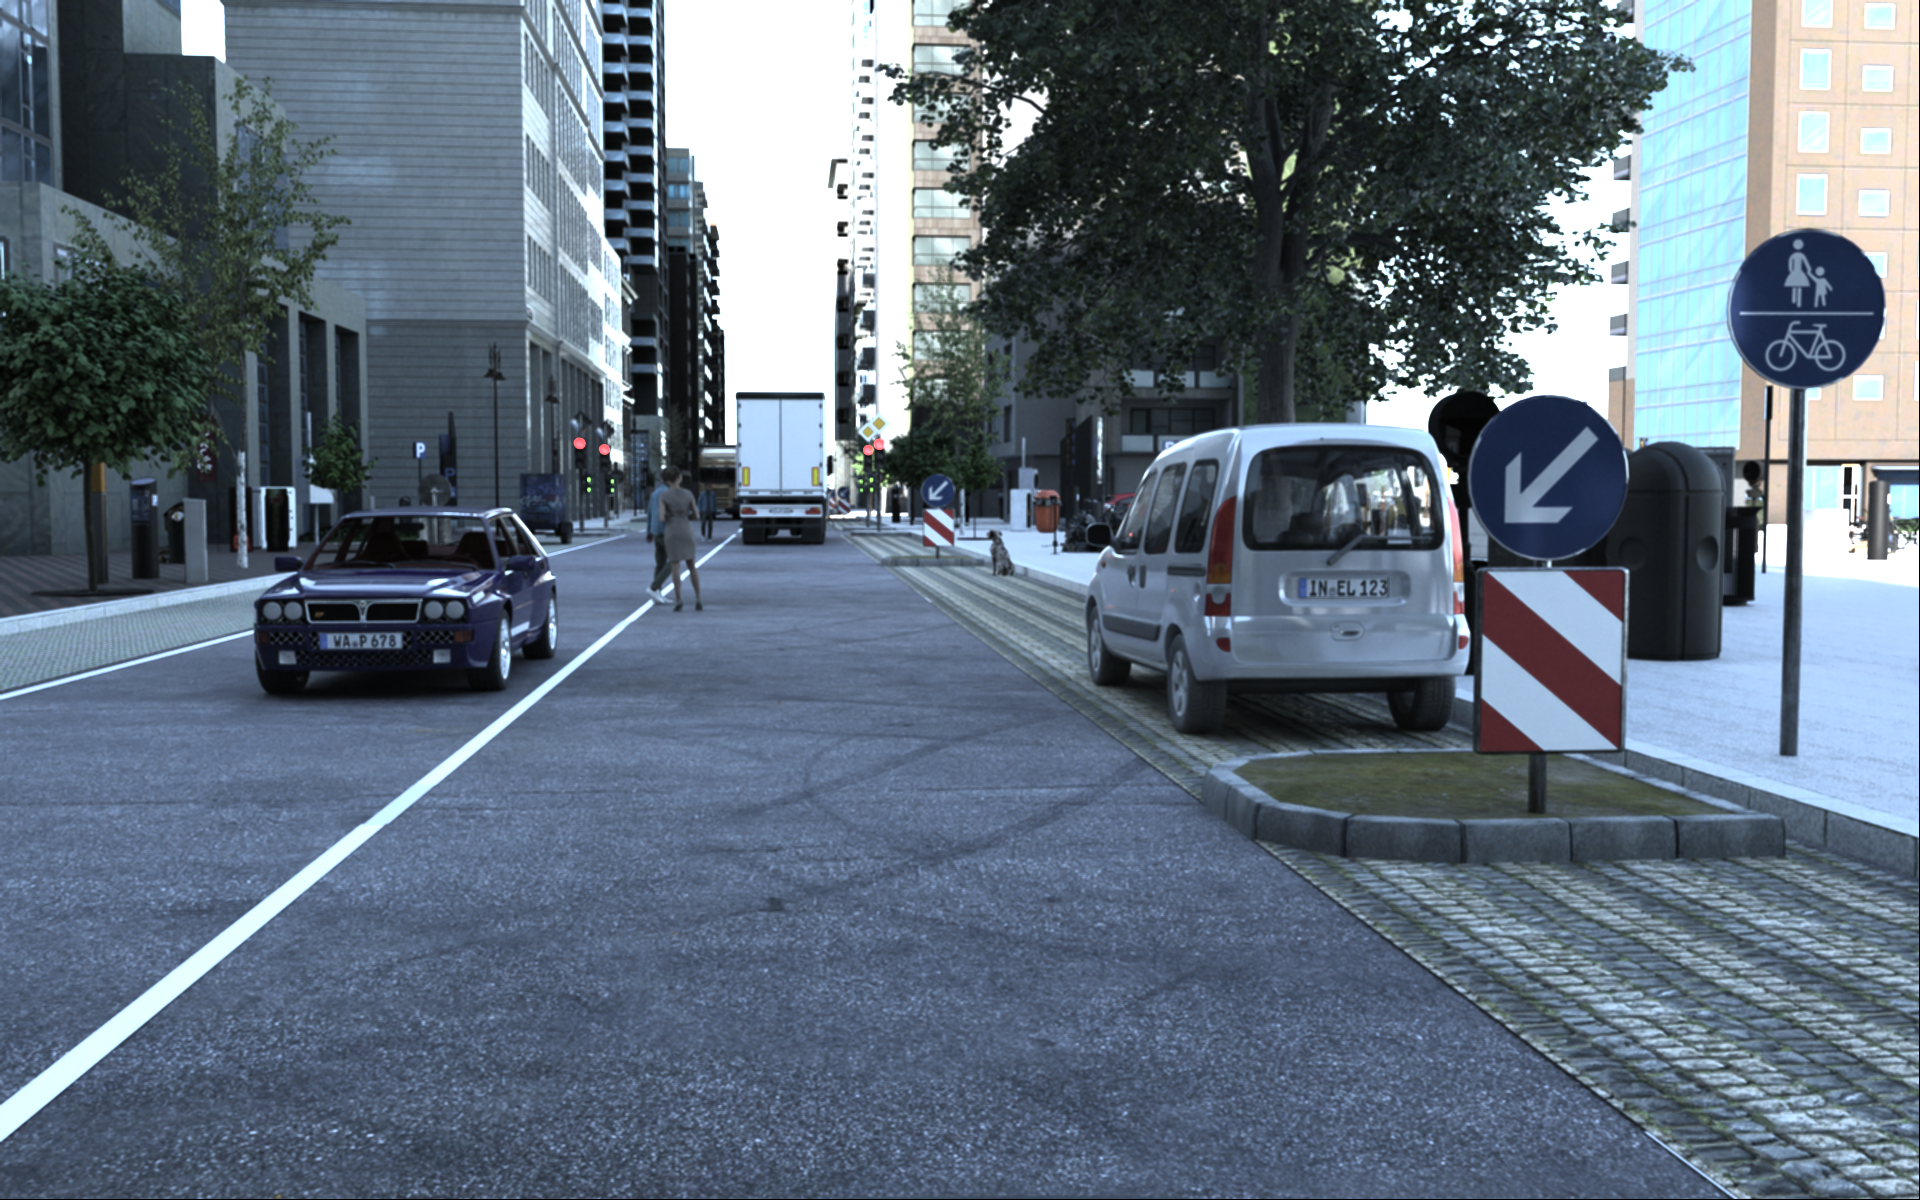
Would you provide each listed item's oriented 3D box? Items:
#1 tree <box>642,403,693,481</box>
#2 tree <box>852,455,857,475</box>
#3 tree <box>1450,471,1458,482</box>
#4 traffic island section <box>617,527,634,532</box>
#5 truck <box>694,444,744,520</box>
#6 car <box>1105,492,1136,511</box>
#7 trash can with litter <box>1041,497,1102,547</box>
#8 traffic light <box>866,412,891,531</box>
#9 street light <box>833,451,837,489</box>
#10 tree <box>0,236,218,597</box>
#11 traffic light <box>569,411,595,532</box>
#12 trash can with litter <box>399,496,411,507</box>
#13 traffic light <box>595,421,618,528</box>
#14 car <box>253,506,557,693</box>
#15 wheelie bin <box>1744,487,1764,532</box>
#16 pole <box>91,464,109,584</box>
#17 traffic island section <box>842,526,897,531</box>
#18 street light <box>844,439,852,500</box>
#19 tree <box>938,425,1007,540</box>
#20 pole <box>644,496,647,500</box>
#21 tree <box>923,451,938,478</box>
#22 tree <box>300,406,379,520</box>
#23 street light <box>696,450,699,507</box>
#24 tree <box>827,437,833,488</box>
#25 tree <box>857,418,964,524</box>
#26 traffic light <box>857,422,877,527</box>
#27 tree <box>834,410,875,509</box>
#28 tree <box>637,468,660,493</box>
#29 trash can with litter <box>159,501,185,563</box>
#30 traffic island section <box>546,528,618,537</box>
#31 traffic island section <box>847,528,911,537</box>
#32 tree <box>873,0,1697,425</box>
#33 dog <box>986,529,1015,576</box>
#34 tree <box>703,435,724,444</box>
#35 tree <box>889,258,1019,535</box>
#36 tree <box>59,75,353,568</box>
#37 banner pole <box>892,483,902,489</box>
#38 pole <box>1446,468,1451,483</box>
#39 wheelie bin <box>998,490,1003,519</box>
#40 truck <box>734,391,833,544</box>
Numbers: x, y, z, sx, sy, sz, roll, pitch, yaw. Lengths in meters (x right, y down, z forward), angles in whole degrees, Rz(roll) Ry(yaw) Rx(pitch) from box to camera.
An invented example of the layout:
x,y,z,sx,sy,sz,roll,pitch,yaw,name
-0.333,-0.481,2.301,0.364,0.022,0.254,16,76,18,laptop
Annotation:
x,y,z,sx,sy,sz,roll,pitch,yaw,name
-23.355,-11.527,138.824,4.360,8.622,3.978,0,3,0,tree
-5.293,-7.742,110.299,4.285,4.588,4.351,0,3,0,tree
15.365,-3.475,51.426,1.663,3.219,1.824,0,3,0,tree
-13.595,-2.702,66.461,2.009,0.180,2.903,0,4,-6,traffic island section
-13.612,-6.750,99.271,2.839,4.237,11.283,0,4,-6,truck
7.278,-3.437,65.232,4.494,1.783,2.155,0,4,-6,car
2.877,-1.934,42.682,2.233,1.210,1.678,-2,4,-27,trash can with litter
-2.793,-4.311,59.401,0.839,4.253,0.868,0,4,-6,traffic light
-13.283,-12.905,183.777,0.468,5.910,1.993,0,4,-6,street light
-11.228,-2.360,22.295,4.285,4.588,4.351,0,3,0,tree
-12.753,-4.249,58.385,0.839,4.253,0.868,0,4,-6,traffic light
-17.333,-2.573,53.123,1.678,1.210,2.233,1,4,15,trash can with litter
-13.554,-4.735,66.330,0.839,4.253,0.868,0,4,-6,traffic light
-4.281,-0.072,13.761,1.945,1.354,3.894,0,4,-5,car
27.321,-3.156,59.516,0.693,1.594,0.980,1,4,16,wheelie bin
-12.295,-1.887,24.690,0.158,3.312,0.155,0,3,0,pole
-3.553,-2.764,67.464,2.009,0.180,2.903,0,4,-6,traffic island section
-9.781,-10.755,148.629,0.468,5.910,1.993,0,4,-6,street light
0.384,-3.306,48.654,1.663,3.219,1.824,0,3,0,tree
-23.220,-8.207,128.024,0.158,3.312,0.155,0,3,0,pole
-0.659,-4.402,66.573,1.663,3.219,1.824,0,3,0,tree
-13.577,-2.663,38.144,1.663,3.219,1.824,0,3,0,tree
-26.803,-12.501,177.184,0.468,5.910,1.993,0,4,-6,street light
-16.932,-16.849,225.838,4.737,8.622,4.395,0,3,0,tree
-1.461,-5.604,75.331,4.285,4.588,4.351,0,3,0,tree
-3.594,-4.797,67.346,0.839,4.253,0.868,0,4,-6,traffic light
-8.944,-12.386,152.874,4.360,8.622,3.978,0,3,0,tree
-22.530,-8.004,125.475,1.663,3.219,1.824,0,3,0,tree
-14.642,-1.269,32.136,1.055,1.170,0.624,2,4,26,trash can with litter
-12.794,-2.216,58.516,2.009,0.180,2.903,0,4,-6,traffic island section
-2.752,-2.278,59.519,2.009,0.180,2.903,0,4,-6,traffic island section
3.881,-6.968,20.577,9.857,13.997,8.962,0,3,0,tree
0.703,-0.823,30.286,0.513,0.831,0.800,0,4,3,dog
-30.574,-16.227,215.672,4.360,8.622,3.978,0,3,0,tree
-0.013,-6.313,53.578,4.737,8.622,4.395,0,3,0,tree
-12.744,-4.866,29.925,4.737,8.622,4.395,0,3,0,tree
-4.233,-7.620,114.596,0.863,3.779,0.401,-1,4,-21,banner pole
21.775,-5.099,77.208,0.158,3.312,0.155,0,3,0,pole
2.302,-4.891,87.871,0.693,1.594,0.980,1,4,16,wheelie bin
-5.290,-3.905,52.754,2.839,4.237,11.283,0,4,-4,truck
